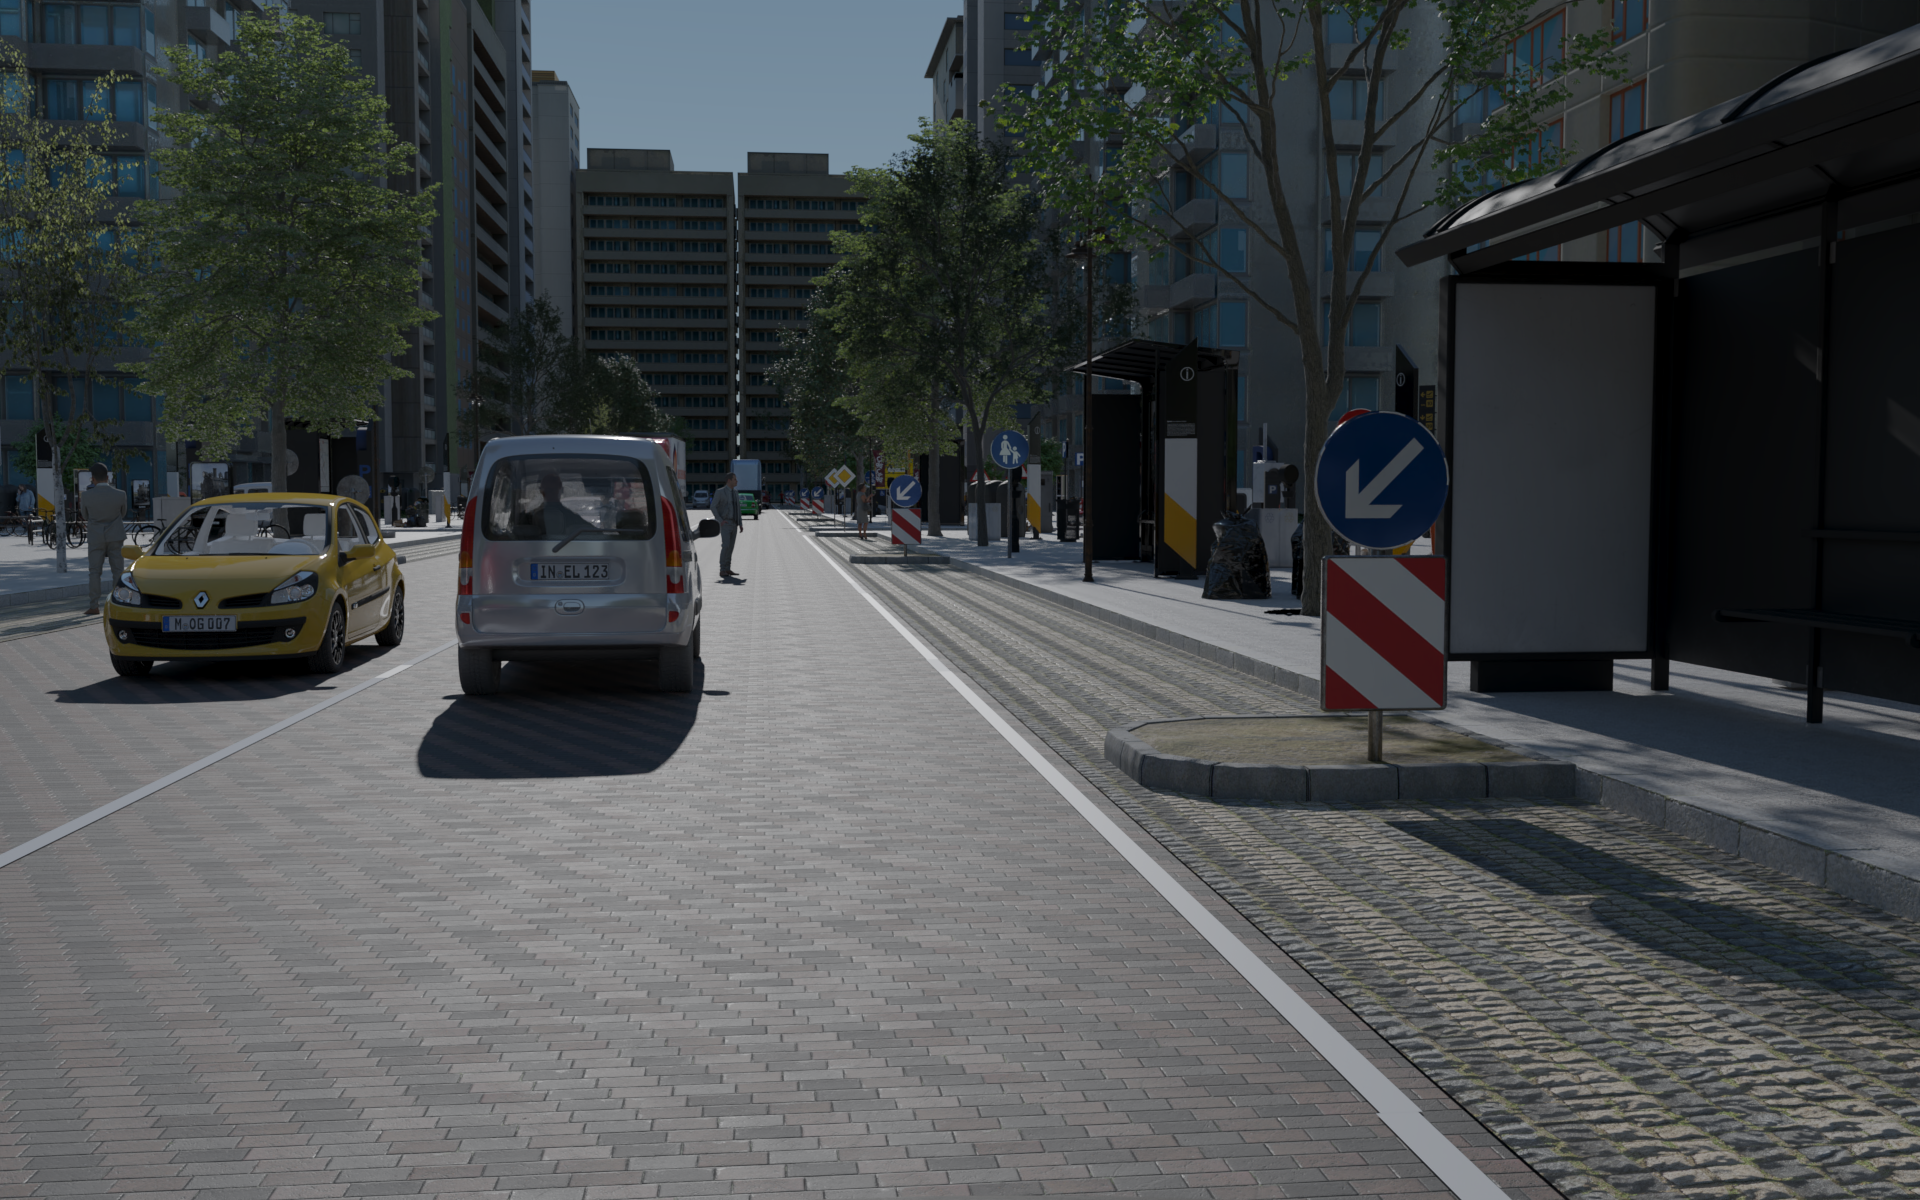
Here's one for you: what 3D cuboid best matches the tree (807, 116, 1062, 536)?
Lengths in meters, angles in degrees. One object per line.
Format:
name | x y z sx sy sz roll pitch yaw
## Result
tree | -0.652 -8.201 52.208 7.486 12.596 7.792 0 3 0

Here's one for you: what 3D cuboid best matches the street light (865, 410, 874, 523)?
street light | -3.925 -6.307 75.900 0.468 5.910 1.993 0 4 -7

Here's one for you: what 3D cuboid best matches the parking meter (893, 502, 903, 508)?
parking meter | -4.775 -7.647 133.443 0.372 1.533 0.369 0 3 0

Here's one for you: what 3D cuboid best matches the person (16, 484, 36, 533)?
person | -32.255 -3.129 59.917 0.793 1.790 0.793 -2 4 -31

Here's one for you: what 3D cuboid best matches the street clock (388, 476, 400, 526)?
street clock | -22.541 -3.942 69.022 0.358 2.002 0.471 1 4 18

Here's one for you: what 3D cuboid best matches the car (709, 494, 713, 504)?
car | -30.027 -12.377 211.946 1.945 1.707 3.694 0 4 -8

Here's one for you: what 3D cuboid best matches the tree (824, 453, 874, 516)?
tree | -6.334 -7.229 101.900 4.285 4.588 4.351 0 3 0

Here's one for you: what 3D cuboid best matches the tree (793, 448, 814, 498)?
tree | -15.932 -14.245 183.266 4.737 8.622 4.395 0 3 0

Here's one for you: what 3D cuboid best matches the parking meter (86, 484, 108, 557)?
parking meter | -17.450 -1.629 35.051 0.372 1.533 0.369 0 3 0

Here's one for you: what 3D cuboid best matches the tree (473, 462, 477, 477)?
tree | -34.840 -8.909 129.374 4.285 4.588 4.351 0 3 0

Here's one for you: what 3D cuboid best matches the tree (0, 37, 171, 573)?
tree | -14.643 -4.737 27.805 4.360 8.622 3.978 0 3 0

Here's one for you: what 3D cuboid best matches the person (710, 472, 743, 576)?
person | -4.076 -1.335 30.432 0.391 1.810 0.635 2 4 27

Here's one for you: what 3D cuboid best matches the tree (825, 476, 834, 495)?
tree | -10.050 -11.290 134.959 4.360 8.622 3.978 0 3 0

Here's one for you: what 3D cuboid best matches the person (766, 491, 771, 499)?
person | -19.497 -10.225 176.194 0.721 1.766 1.217 1 4 11

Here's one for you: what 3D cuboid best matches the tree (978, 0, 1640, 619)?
tree | 3.827 -5.652 18.168 9.928 11.665 9.643 0 3 0

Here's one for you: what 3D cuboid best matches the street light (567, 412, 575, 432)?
street light | -21.892 -7.634 97.596 0.468 5.910 1.993 0 4 -7

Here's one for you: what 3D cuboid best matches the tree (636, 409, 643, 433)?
tree | -23.203 -10.561 107.078 8.767 10.594 7.601 2 4 24

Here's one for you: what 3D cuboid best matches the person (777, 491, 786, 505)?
person | -20.645 -11.765 200.787 1.348 1.831 0.705 -3 5 -41

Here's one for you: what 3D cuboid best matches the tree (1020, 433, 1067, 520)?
tree | 3.659 -6.225 85.486 4.285 4.588 4.351 0 3 0

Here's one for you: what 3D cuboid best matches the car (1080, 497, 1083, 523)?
car | 6.977 -3.391 64.113 5.304 1.827 2.281 0 4 -5

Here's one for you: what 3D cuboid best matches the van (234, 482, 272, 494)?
van | -24.795 -3.242 60.022 4.112 2.044 2.013 0 4 -7

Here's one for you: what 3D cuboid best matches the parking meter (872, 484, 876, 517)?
parking meter | -4.869 -5.590 97.101 0.255 1.863 0.399 -1 4 -17

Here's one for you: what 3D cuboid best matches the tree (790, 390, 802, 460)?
tree | -8.798 -12.780 127.083 7.486 12.596 7.792 0 3 0

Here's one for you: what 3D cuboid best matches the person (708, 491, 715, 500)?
person | -24.626 -10.041 173.394 1.217 1.735 0.721 -2 4 -28

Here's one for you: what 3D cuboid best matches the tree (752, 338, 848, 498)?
tree | -18.258 -21.371 205.297 12.611 20.169 13.585 0 3 0

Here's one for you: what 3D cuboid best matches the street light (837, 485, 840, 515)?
street light | -7.585 -8.278 108.137 0.468 5.910 1.993 0 4 -7

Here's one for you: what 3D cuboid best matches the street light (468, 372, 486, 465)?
street light | -18.217 -5.662 65.361 0.468 5.910 1.993 0 4 -7

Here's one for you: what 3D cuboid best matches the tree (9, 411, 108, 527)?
tree | -35.386 -5.159 68.055 4.285 4.588 4.351 0 3 0

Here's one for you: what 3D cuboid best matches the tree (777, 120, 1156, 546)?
tree | 0.625 -6.617 42.604 8.767 10.594 7.601 0 4 6

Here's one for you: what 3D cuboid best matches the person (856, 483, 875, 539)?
person | -2.959 -2.787 54.433 0.532 1.782 0.716 -1 4 -20

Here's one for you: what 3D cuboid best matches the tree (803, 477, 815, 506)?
tree | -16.292 -11.783 187.253 1.663 3.219 1.824 0 3 0

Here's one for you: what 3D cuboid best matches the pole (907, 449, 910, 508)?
pole | -2.339 -5.141 77.897 0.158 3.312 0.155 0 3 0

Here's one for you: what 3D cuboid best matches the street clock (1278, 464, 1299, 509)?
street clock | 8.031 -2.313 42.387 0.471 2.002 0.358 -2 4 -28

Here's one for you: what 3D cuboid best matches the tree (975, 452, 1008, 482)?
tree | 1.209 -5.045 77.089 1.663 3.219 1.824 0 3 0

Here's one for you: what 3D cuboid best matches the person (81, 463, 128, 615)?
person | -10.191 -0.730 20.624 0.511 1.800 0.466 -3 5 -43

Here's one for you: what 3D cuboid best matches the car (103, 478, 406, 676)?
car | -5.972 -0.289 14.948 2.015 1.641 3.980 0 4 -7

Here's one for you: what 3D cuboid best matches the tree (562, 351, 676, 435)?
tree | -27.581 -13.615 139.619 9.611 12.733 9.660 0 3 0

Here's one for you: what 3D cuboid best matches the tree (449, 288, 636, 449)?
tree | -19.457 -8.781 77.984 7.601 10.594 8.767 0 4 1

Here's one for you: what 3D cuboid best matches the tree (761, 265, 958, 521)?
tree | -4.869 -10.227 84.217 9.611 12.733 9.660 0 3 0

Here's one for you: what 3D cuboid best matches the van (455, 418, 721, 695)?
van | -2.927 -0.416 13.809 2.013 2.044 4.112 0 4 -7

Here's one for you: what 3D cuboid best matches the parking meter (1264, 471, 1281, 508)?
parking meter | 7.947 -2.348 44.106 0.399 1.863 0.255 0 3 0

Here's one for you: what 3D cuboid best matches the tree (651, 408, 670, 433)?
tree | -35.672 -17.410 210.416 9.928 11.665 9.643 0 3 0

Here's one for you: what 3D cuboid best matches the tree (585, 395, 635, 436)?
tree | -25.233 -10.586 123.446 4.360 8.622 3.978 0 3 0

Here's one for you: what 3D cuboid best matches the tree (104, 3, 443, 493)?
tree | -15.690 -7.496 40.682 7.486 12.596 7.792 0 3 0

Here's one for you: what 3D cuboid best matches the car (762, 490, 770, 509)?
car | -19.258 -9.591 165.480 2.281 1.827 5.304 0 4 -6

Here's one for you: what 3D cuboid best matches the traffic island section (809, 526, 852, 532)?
traffic island section | -4.794 -2.708 66.560 2.009 0.180 2.903 0 4 -7

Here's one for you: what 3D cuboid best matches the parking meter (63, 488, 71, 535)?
parking meter | -28.154 -2.811 54.374 0.372 1.533 0.369 0 3 0

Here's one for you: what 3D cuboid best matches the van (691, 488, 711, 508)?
van | -26.845 -10.573 179.872 2.013 2.044 4.112 0 4 -5

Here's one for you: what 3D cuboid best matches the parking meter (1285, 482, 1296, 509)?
parking meter | 10.858 -3.135 56.969 0.255 1.863 0.399 -1 4 -12

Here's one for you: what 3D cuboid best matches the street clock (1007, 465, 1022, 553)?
street clock | 1.196 -2.043 37.978 0.358 2.002 0.471 -1 4 -14

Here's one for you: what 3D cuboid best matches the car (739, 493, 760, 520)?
car | -12.313 -5.458 98.036 1.959 1.807 4.718 0 4 -6

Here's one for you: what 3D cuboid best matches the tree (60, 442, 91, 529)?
tree | -33.328 -4.291 64.759 1.663 3.219 1.824 0 3 0

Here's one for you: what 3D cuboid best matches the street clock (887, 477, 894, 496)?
street clock | -2.965 -4.272 74.410 0.358 2.002 0.471 1 4 15

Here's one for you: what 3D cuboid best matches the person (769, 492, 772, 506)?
person | -23.875 -12.676 216.427 0.721 1.739 1.217 3 4 36

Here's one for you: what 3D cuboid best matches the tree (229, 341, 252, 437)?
tree | -33.655 -7.749 77.056 4.360 8.622 3.978 0 3 0

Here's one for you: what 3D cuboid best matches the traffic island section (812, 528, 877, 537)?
traffic island section | -3.882 -2.223 58.627 2.009 0.180 2.903 0 4 -7
